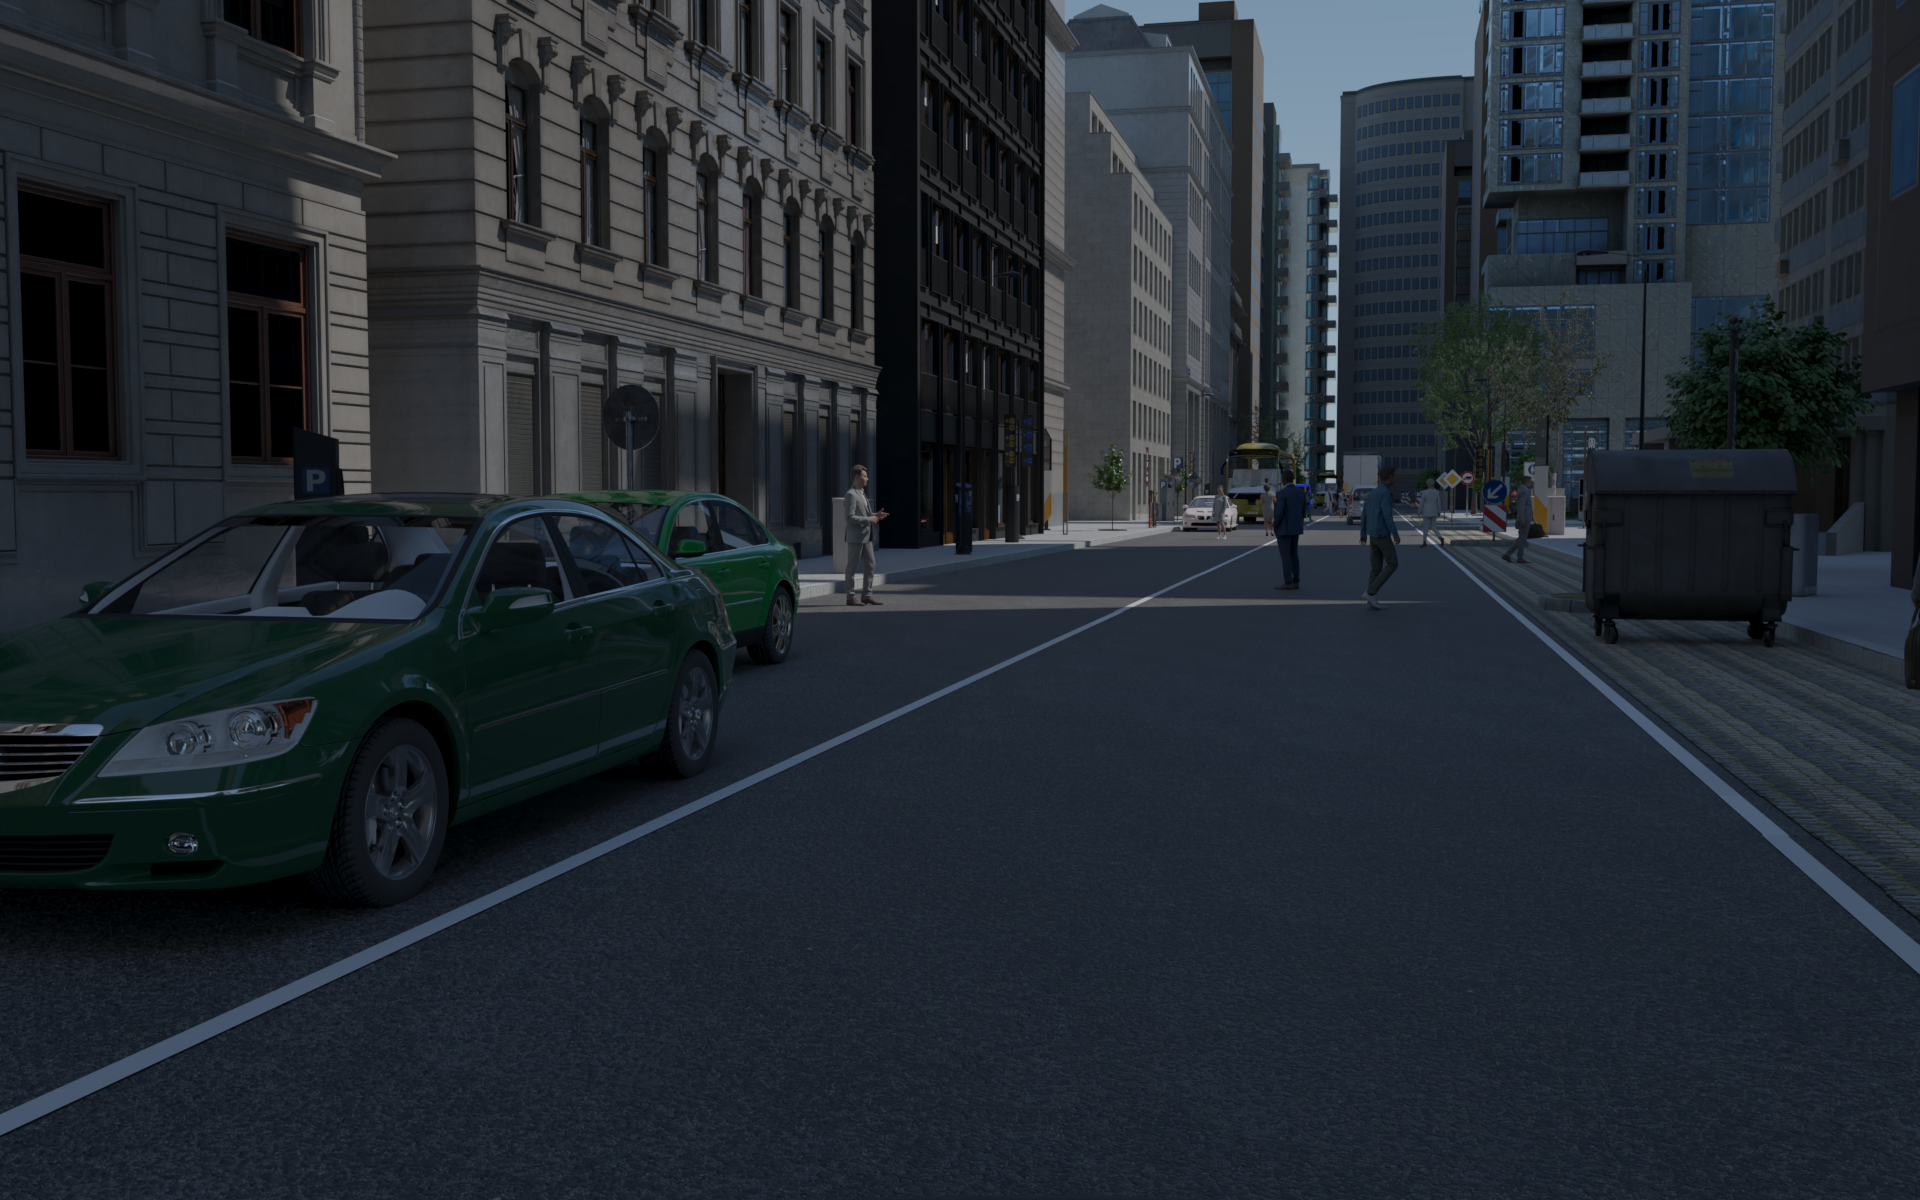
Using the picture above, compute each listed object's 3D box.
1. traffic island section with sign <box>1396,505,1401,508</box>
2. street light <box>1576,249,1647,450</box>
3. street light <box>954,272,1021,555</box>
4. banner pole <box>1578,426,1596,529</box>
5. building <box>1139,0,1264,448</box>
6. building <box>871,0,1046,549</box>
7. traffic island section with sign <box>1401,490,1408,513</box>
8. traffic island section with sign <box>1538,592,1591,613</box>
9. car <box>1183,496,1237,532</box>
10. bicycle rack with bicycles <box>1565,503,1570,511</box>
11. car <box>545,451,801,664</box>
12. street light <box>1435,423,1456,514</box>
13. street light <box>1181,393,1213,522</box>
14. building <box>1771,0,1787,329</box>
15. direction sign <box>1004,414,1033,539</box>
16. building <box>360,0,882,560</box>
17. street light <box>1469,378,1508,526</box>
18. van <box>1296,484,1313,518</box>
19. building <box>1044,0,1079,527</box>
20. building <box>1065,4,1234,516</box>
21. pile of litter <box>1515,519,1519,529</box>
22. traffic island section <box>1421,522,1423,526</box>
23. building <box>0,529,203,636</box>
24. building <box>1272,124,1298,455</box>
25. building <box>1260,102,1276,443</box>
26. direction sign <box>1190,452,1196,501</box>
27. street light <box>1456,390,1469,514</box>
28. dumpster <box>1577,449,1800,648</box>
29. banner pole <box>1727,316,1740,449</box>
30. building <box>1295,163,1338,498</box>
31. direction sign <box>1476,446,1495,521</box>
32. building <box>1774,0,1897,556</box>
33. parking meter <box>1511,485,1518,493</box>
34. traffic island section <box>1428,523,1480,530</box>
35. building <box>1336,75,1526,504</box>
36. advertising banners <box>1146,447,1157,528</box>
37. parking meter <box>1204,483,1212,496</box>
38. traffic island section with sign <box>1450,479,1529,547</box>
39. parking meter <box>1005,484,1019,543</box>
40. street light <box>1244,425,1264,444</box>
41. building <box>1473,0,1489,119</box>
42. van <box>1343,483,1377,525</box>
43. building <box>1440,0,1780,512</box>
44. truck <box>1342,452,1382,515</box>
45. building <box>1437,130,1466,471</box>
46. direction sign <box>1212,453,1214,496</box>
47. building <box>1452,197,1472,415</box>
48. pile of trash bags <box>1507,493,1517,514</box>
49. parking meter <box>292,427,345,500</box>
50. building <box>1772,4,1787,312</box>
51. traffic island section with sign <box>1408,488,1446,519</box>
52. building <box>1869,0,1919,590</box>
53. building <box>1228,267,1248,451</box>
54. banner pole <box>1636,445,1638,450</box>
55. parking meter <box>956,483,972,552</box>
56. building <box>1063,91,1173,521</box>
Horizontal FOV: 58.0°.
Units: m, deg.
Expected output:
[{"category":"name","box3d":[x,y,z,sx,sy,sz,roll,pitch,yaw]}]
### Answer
[{"category":"traffic island section with sign","box3d":[45.537,-10.279,176.688,1.989,1.847,2.006,1,4,13]},{"category":"street light","box3d":[12.380,-3.690,32.881,1.470,5.913,1.316,1,4,13]},{"category":"street light","box3d":[0.592,-3.907,36.422,1.470,5.913,1.316,1,4,13]},{"category":"banner pole","box3d":[23.284,-4.535,64.166,0.863,3.779,0.401,-2,4,-34]},{"category":"building","box3d":[20.962,-31.374,163.079,14.600,45.320,14.200,1,4,13]},{"category":"building","box3d":[-5.118,-13.403,48.825,12.332,23.373,15.834,1,4,13]},{"category":"traffic island section with sign","box3d":[33.932,-7.324,128.376,1.989,1.847,2.006,1,4,13]},{"category":"traffic island section with sign","box3d":[8.241,-0.780,21.385,1.989,1.847,2.006,1,4,13]},{"category":"car","box3d":[9.766,-3.368,67.435,2.083,1.381,4.827,1,4,13]},{"category":"bicycle rack with bicycles","box3d":[37.101,-5.634,105.500,2.852,0.926,2.925,0,4,-5]},{"category":"car","box3d":[-2.661,-0.287,13.497,1.959,1.807,4.718,1,4,13]},{"category":"street light","box3d":[31.932,-8.640,113.802,1.470,5.913,1.316,1,4,13]},{"category":"street light","box3d":[10.989,-6.577,80.075,1.470,5.913,1.316,1,4,13]},{"category":"building","box3d":[88.608,-46.805,203.509,20.611,71.187,20.563,1,4,13]},{"category":"direction sign","box3d":[1.666,-3.497,49.178,0.876,3.537,0.379,-1,4,-20]},{"category":"building","box3d":[-8.466,-11.117,30.911,9.793,20.994,18.267,1,4,13]},{"category":"street light","box3d":[21.281,-5.931,69.516,1.470,5.913,1.316,1,4,13]},{"category":"van","box3d":[20.080,-6.109,104.272,2.240,2.365,5.245,1,4,15]},{"category":"building","box3d":[-7.864,-17.135,67.541,23.554,28.519,14.401,1,4,13]},{"category":"building","box3d":[11.109,-20.567,113.755,11.434,29.767,29.804,1,4,13]},{"category":"pile of litter","box3d":[20.885,-3.014,63.251,1.719,0.858,1.176,-3,5,-43]},{"category":"traffic island section","box3d":[21.752,-3.392,77.740,2.009,0.180,2.903,1,4,13]},{"category":"building","box3d":[-14.253,-10.745,11.845,11.583,22.565,21.152,1,4,13]},{"category":"building","box3d":[25.583,-36.514,216.612,30.456,49.044,23.786,1,4,13]},{"category":"building","box3d":[24.669,-30.196,177.305,14.154,41.232,14.086,1,4,13]},{"category":"direction sign","box3d":[12.591,-6.216,93.633,0.379,3.537,0.876,2,4,29]},{"category":"street light","box3d":[23.112,-6.410,77.338,1.470,5.913,1.316,1,4,13]},{"category":"dumpster","box3d":[6.980,-0.519,16.708,1.865,1.857,1.264,1,4,15]},{"category":"banner pole","box3d":[10.981,-2.117,24.630,0.401,3.779,0.863,2,4,32]},{"category":"building","box3d":[38.815,-38.569,250.215,30.456,49.044,23.786,1,4,13]},{"category":"direction sign","box3d":[24.765,-5.487,81.711,0.876,3.537,0.379,2,4,32]},{"category":"building","box3d":[33.693,-21.269,39.622,32.217,40.220,23.993,1,4,13]},{"category":"parking meter","box3d":[36.303,-6.587,113.413,0.399,1.863,0.255,0,4,5]},{"category":"traffic island section","box3d":[19.887,-2.917,69.975,2.009,0.180,2.903,1,4,13]},{"category":"building","box3d":[67.156,-42.780,241.457,28.212,58.520,21.231,1,4,13]},{"category":"advertising banners","box3d":[7.200,-4.227,65.304,0.090,3.025,2.074,1,4,18]},{"category":"parking meter","box3d":[12.793,-5.117,89.367,0.399,1.863,0.255,3,5,41]},{"category":"traffic island section with sign","box3d":[14.537,-2.385,47.625,1.989,1.847,2.006,1,4,13]},{"category":"parking meter","box3d":[1.375,-2.287,45.797,0.372,1.533,0.369,0,3,0]},{"category":"street light","box3d":[19.759,-8.833,116.955,1.470,5.913,1.316,1,4,13]},{"category":"building","box3d":[53.044,-30.833,154.234,14.600,45.320,14.200,1,4,13]},{"category":"van","box3d":[19.029,-4.545,81.325,2.013,2.044,4.112,1,4,11]},{"category":"building","box3d":[49.076,-50.030,130.657,22.319,86.520,31.000,1,4,13]},{"category":"truck","box3d":[28.138,-8.073,120.908,2.839,4.237,11.283,1,4,15]},{"category":"building","box3d":[66.248,-34.397,212.503,14.600,45.320,14.200,1,4,13]},{"category":"direction sign","box3d":[13.843,-6.287,94.796,0.379,3.537,0.876,0,4,6]},{"category":"building","box3d":[55.347,-24.311,169.189,14.160,30.474,14.107,1,4,13]},{"category":"pile of trash bags","box3d":[33.965,-5.839,105.227,1.912,1.369,3.447,0,4,4]},{"category":"parking meter","box3d":[-5.605,-0.579,15.175,0.399,1.863,0.255,-1,4,-13]},{"category":"building","box3d":[56.081,-28.372,83.493,30.456,49.044,23.786,1,4,13]},{"category":"traffic island section with sign","box3d":[27.513,-5.690,101.658,1.989,1.847,2.006,1,4,13]},{"category":"building","box3d":[17.721,-22.295,14.632,14.600,45.320,14.200,1,4,13]},{"category":"building","box3d":[15.758,-18.295,140.929,13.314,21.916,24.055,1,4,13]},{"category":"banner pole","box3d":[30.415,-5.323,77.054,0.401,3.779,0.863,-3,5,-39]},{"category":"parking meter","box3d":[0.087,-1.815,38.086,0.372,1.533,0.369,0,3,0]},{"category":"building","box3d":[5.032,-14.481,91.521,10.420,20.320,16.860,1,4,13]}]
